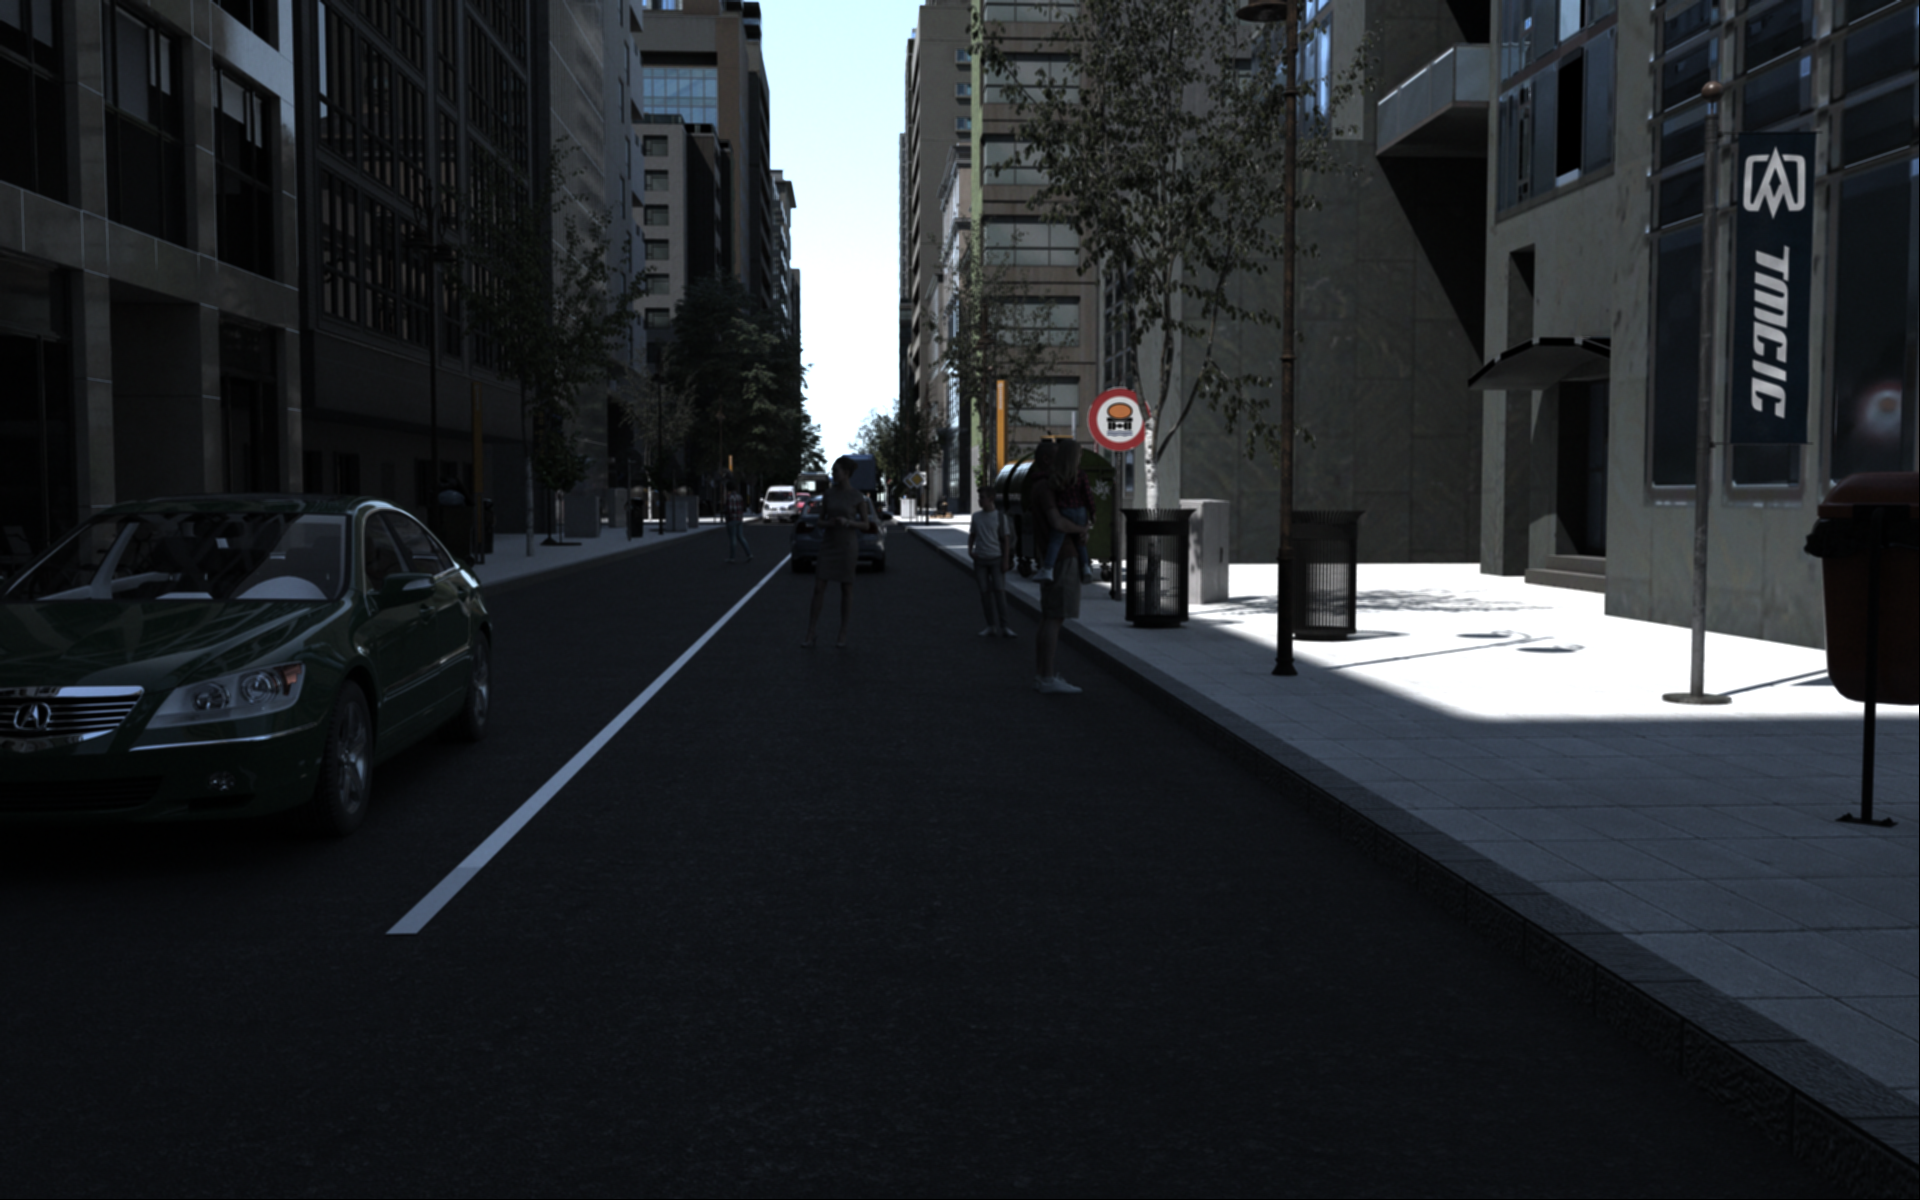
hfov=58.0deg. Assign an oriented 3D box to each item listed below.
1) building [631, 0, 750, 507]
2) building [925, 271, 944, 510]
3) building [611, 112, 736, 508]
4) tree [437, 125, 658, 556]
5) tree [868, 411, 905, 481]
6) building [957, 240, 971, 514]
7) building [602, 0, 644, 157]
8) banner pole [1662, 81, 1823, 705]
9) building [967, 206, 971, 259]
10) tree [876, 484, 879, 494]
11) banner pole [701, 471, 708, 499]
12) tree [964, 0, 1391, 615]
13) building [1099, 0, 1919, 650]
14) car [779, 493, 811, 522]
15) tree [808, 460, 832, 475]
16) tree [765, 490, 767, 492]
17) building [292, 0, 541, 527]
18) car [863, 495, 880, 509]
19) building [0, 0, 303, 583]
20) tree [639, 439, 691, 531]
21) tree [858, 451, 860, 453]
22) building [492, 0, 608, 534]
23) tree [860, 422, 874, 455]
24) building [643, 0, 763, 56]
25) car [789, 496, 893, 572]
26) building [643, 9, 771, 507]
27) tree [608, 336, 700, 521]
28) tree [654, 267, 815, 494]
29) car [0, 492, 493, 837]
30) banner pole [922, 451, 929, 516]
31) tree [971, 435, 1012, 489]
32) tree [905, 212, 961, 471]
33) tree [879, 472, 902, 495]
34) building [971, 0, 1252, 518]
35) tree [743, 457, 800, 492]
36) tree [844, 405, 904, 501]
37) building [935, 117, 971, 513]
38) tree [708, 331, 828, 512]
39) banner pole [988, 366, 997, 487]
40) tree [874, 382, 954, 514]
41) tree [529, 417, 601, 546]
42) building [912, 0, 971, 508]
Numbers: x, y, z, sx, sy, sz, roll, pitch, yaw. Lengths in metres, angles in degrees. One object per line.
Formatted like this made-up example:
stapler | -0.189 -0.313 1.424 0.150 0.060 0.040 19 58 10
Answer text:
building | -26.831 -31.216 160.493 14.600 45.320 14.200 0 4 -4
building | 2.297 -18.124 145.476 9.793 20.994 18.267 0 4 -4
building | -24.986 -22.210 134.831 14.160 30.474 14.107 0 4 -4
tree | -8.626 -5.204 35.455 4.737 8.622 4.395 0 3 0
tree | -5.803 -12.215 150.077 4.360 8.622 3.978 0 3 0
building | 5.654 -14.815 106.845 10.561 19.102 19.286 0 4 -4
building | -32.508 -31.047 96.858 28.713 52.752 27.495 0 4 -4
banner pole | 4.795 -1.259 10.606 0.863 3.779 0.401 0 4 2
building | 12.749 -15.142 89.367 24.055 21.916 13.314 0 4 -4
tree | -9.173 -12.340 196.365 1.663 3.219 1.824 0 3 0
banner pole | -16.491 -7.453 111.870 0.401 3.779 0.863 2 4 28
tree | 2.029 -4.112 17.593 4.360 8.622 3.978 0 3 0
building | 15.461 -43.553 24.772 22.319 86.520 31.000 0 4 -4
car | -8.466 -4.972 90.325 2.155 1.783 4.494 0 4 -2
tree | -25.092 -21.893 308.317 4.737 8.622 4.395 0 3 0
tree | -14.993 -8.716 137.112 1.663 3.219 1.824 0 3 0
building | -18.959 -15.063 39.782 14.314 27.812 24.014 0 4 -4
car | -3.750 -2.830 58.061 2.131 1.459 4.920 0 4 -3
building | -19.522 -12.611 10.705 19.350 26.468 34.151 0 4 -4
tree | -10.400 -4.028 60.454 1.663 3.219 1.824 0 3 0
tree | -8.052 -13.925 178.036 4.737 8.622 4.395 0 3 0
building | -23.271 -14.818 60.305 19.932 24.808 12.078 0 4 -4
tree | -4.376 -11.026 130.637 4.737 8.622 4.395 0 3 0
building | -32.949 -54.485 203.497 22.319 86.520 31.000 0 4 -4
car | -2.301 -1.304 33.318 2.014 1.417 4.499 0 4 -2
building | -30.659 -33.927 178.404 21.300 48.544 21.600 0 4 -4
tree | -14.451 -8.046 81.915 4.360 8.622 3.978 0 3 0
tree | -12.643 -11.643 97.019 9.857 13.997 8.962 0 3 0
car | -3.575 0.191 8.676 2.131 1.459 4.920 0 4 -5
banner pole | -2.002 -6.833 101.732 0.401 3.779 0.863 2 4 27
tree | 0.840 -3.485 51.577 1.663 3.219 1.824 0 3 0
tree | 0.875 -5.783 44.910 4.360 8.622 3.978 0 3 0
tree | -5.106 -8.642 135.902 1.663 3.219 1.824 0 3 0
building | 7.286 -23.088 61.083 14.154 41.232 14.086 0 4 -4
tree | -14.568 -8.895 129.155 4.285 4.588 4.351 0 3 0
tree | -11.174 -20.084 238.736 12.009 13.543 11.850 0 3 0
building | 5.446 -20.816 126.241 13.634 28.700 20.117 0 4 -4
tree | -13.958 -12.393 120.758 7.486 12.596 7.792 0 3 0
banner pole | 0.653 -2.703 34.217 0.401 3.779 0.863 1 4 12
tree | -2.613 -9.967 113.328 4.737 8.622 4.395 0 3 0
tree | -10.133 -2.993 43.532 1.663 3.219 1.824 0 3 0
building | 6.348 -33.256 167.438 21.300 48.544 21.600 0 4 -4
